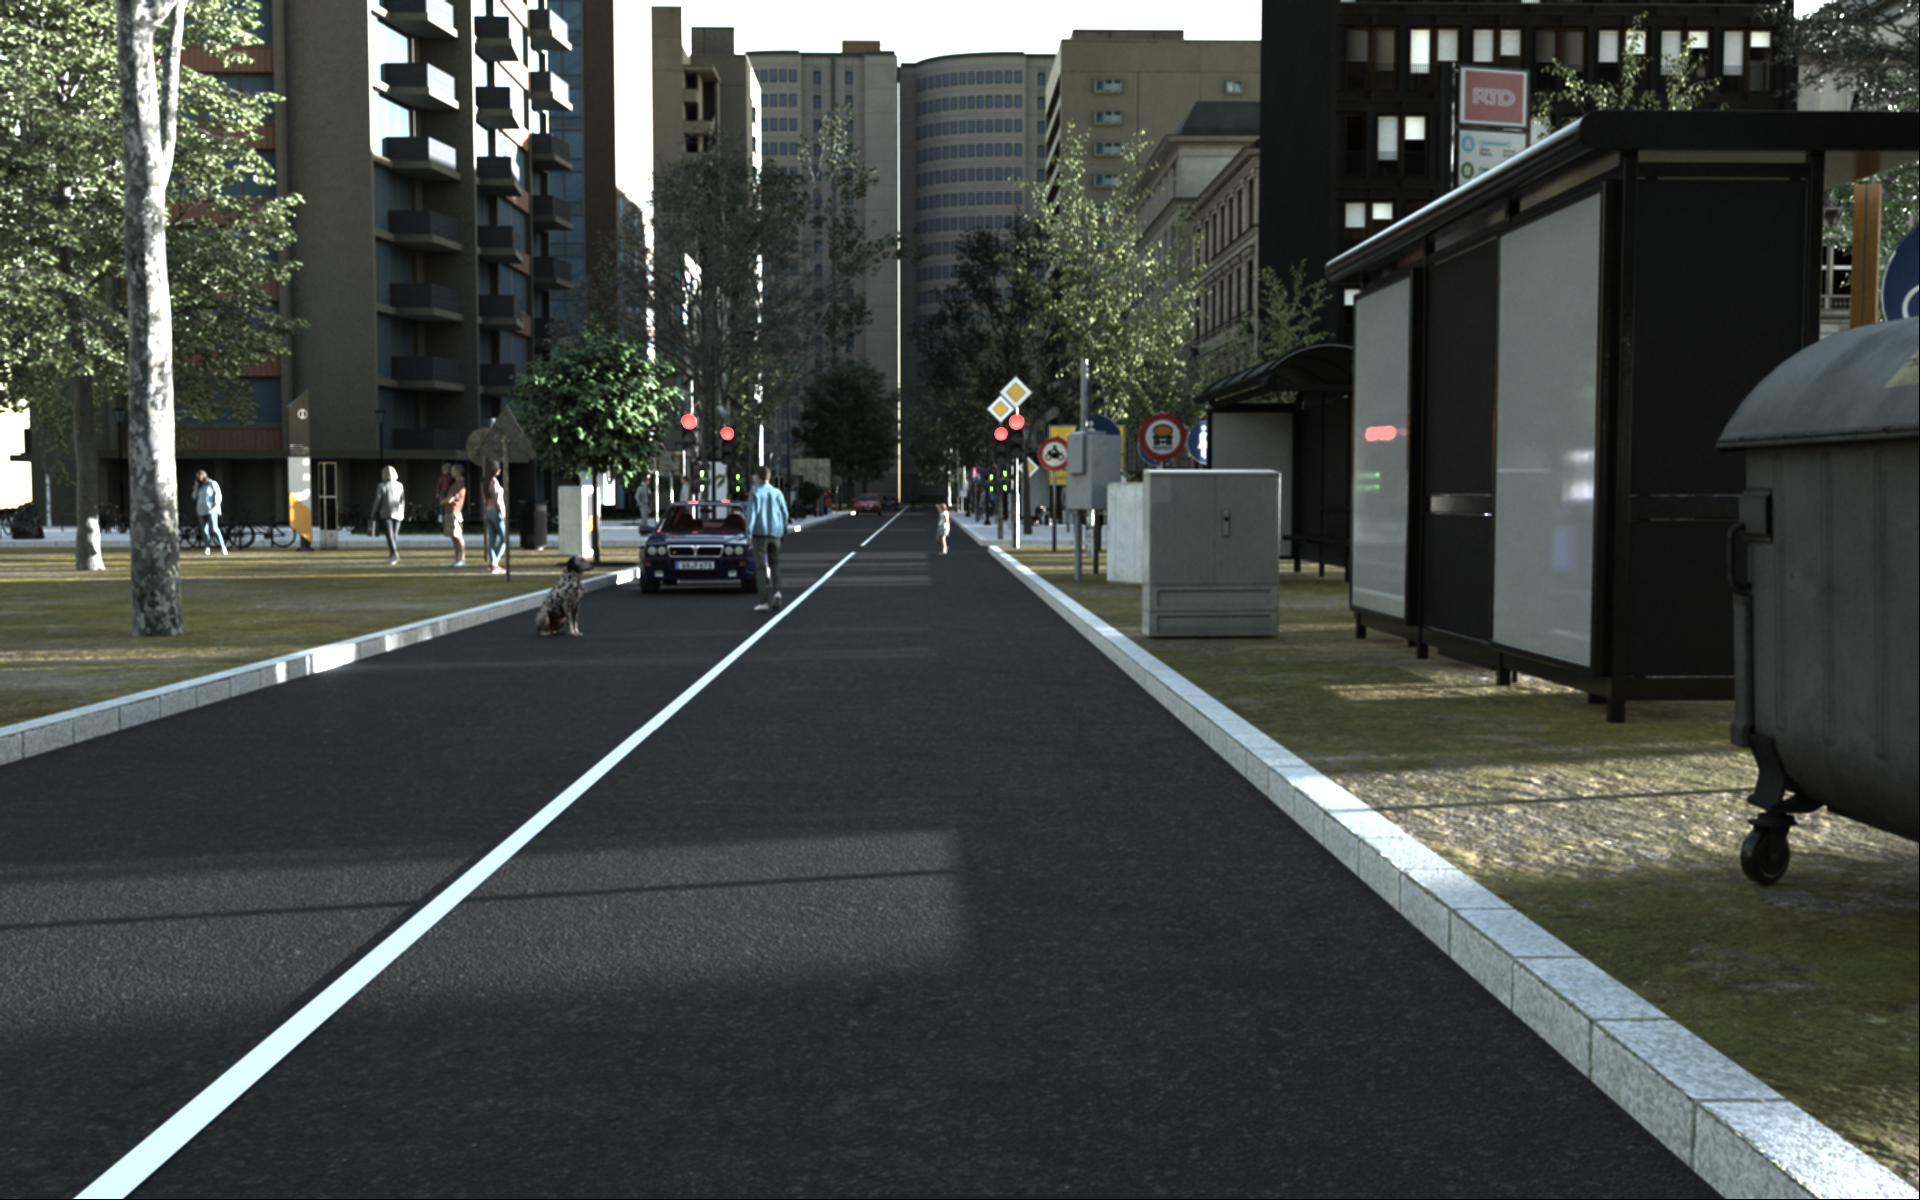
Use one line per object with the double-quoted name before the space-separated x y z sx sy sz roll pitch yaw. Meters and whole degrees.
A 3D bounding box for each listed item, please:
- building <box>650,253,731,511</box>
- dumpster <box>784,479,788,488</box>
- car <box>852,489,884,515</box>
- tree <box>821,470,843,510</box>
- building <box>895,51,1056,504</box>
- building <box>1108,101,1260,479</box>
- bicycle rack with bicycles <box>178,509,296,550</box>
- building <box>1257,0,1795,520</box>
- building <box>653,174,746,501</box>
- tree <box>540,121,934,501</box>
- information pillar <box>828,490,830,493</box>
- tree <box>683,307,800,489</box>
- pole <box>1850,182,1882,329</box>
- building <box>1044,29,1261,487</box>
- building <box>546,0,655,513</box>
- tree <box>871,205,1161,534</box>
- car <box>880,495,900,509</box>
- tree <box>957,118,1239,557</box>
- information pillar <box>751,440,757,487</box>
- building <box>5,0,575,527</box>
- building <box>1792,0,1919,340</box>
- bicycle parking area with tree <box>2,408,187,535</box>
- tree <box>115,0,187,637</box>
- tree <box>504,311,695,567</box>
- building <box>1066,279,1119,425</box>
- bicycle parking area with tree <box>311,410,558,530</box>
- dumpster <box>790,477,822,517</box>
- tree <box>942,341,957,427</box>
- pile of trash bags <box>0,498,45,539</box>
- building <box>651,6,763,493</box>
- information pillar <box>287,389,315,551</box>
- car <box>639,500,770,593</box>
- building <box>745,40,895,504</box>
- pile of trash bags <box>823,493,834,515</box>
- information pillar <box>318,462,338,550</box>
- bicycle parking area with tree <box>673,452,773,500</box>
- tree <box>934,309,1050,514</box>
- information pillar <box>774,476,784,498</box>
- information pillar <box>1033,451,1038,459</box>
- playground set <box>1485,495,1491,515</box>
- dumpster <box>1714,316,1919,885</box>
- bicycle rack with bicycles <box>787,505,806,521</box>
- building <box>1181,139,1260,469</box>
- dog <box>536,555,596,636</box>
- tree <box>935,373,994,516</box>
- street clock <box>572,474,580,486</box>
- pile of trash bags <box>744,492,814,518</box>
"building" -33.821 -17.961 138.709 27.650 21.520 28.899 0 4 -1
"dumpster" -11.358 -6.699 112.030 1.502 2.255 1.985 0 4 -1
"car" -6.252 -6.669 118.073 2.155 1.783 4.494 0 4 -2
"tree" -9.292 -7.536 117.820 1.663 3.219 1.824 0 3 0
"building" 6.040 -42.026 229.117 28.212 58.520 21.231 0 4 -1
"building" 18.871 -16.895 109.512 16.112 22.955 30.059 0 4 -1
"bicycle rack with bicycles" -17.496 -1.669 40.667 2.925 0.926 2.852 0 4 2
"building" 20.311 -14.403 65.170 15.834 23.373 12.332 0 4 -1
"building" -27.649 -23.765 160.260 14.160 30.474 14.107 0 4 -1
"tree" -8.237 -8.930 56.375 12.009 13.543 11.850 0 3 0
"information pillar" -9.344 -7.210 122.369 0.304 2.012 0.304 0 4 -6
"tree" -7.935 -7.011 64.999 4.737 8.622 4.395 0 3 0
"pole" 5.982 -1.080 11.508 0.158 3.312 0.155 0 3 0
"building" 20.136 -33.936 178.555 21.300 48.544 21.600 0 4 -1
"building" -27.533 -28.121 109.883 14.600 45.320 14.200 0 4 -1
"tree" 2.238 -7.395 55.323 8.767 10.594 7.601 0 4 8
"car" -6.697 -9.306 164.735 1.945 1.354 3.894 0 4 0
"tree" 2.881 -5.166 34.821 4.737 8.622 4.395 0 3 0
"information pillar" -8.854 -5.094 74.638 0.183 3.616 0.504 1 4 14
"building" -30.601 -26.038 80.347 22.147 44.769 28.867 0 4 -1
"building" 40.812 -13.785 67.187 24.055 21.916 13.314 0 4 -1
"bicycle parking area with tree" -30.033 -4.242 56.367 8.231 4.147 9.016 -2 4 -33
"tree" -5.894 -9.715 14.736 12.611 20.169 13.585 0 3 0
"tree" -6.487 -2.905 31.210 4.285 4.588 4.351 0 3 0
"building" 24.405 -18.885 153.817 27.650 21.520 28.899 0 4 -1
"bicycle parking area with tree" -18.444 -4.559 61.544 9.016 4.147 8.231 3 5 42
"dumpster" -8.649 -5.851 98.155 1.502 2.255 1.985 0 4 -1
"tree" 1.644 -6.954 64.058 4.737 8.622 4.395 0 3 0
"pile of trash bags" -28.076 -2.440 49.644 3.447 1.369 1.912 -1 4 -13
"building" -31.877 -33.889 177.781 21.600 48.544 21.300 0 4 -1
"information pillar" -14.749 -2.896 38.702 0.504 3.616 0.183 -3 5 -42
"car" -3.838 -0.843 26.363 1.945 1.354 3.894 0 4 -3
"building" -22.165 -41.986 228.463 28.212 58.520 21.231 0 4 -1
"pile of trash bags" -9.371 -5.894 106.123 3.447 1.369 1.912 -2 4 -28
"information pillar" -14.568 -2.168 39.934 0.304 2.012 0.304 -3 5 -43
"bicycle parking area with tree" -15.619 -8.065 118.863 8.231 4.147 9.016 1 4 8
"tree" 0.772 -12.478 114.382 12.009 13.543 11.850 0 3 0
"information pillar" -7.548 -4.146 72.285 0.304 2.012 0.304 3 5 42
"information pillar" 4.240 -6.339 94.994 0.504 3.616 0.183 0 4 5
"playground set" 10.659 -2.960 35.183 5.637 4.214 5.302 0 4 -2
"dumpster" 3.173 0.049 4.959 1.264 1.857 1.865 0 4 -1
"bicycle rack with bicycles" -9.015 -4.170 81.558 2.925 0.926 2.852 1 4 18
"building" 17.359 -13.476 84.963 10.561 19.102 19.286 0 4 -1
"dog" -4.091 -0.052 17.685 0.513 0.831 0.800 -2 4 -31
"tree" 0.816 -9.270 101.922 4.360 8.622 3.978 0 3 0
"street clock" -9.072 -2.252 41.396 0.358 2.002 0.471 1 4 19
"pile of trash bags" -9.850 -5.051 92.332 3.447 1.369 1.912 1 4 13
